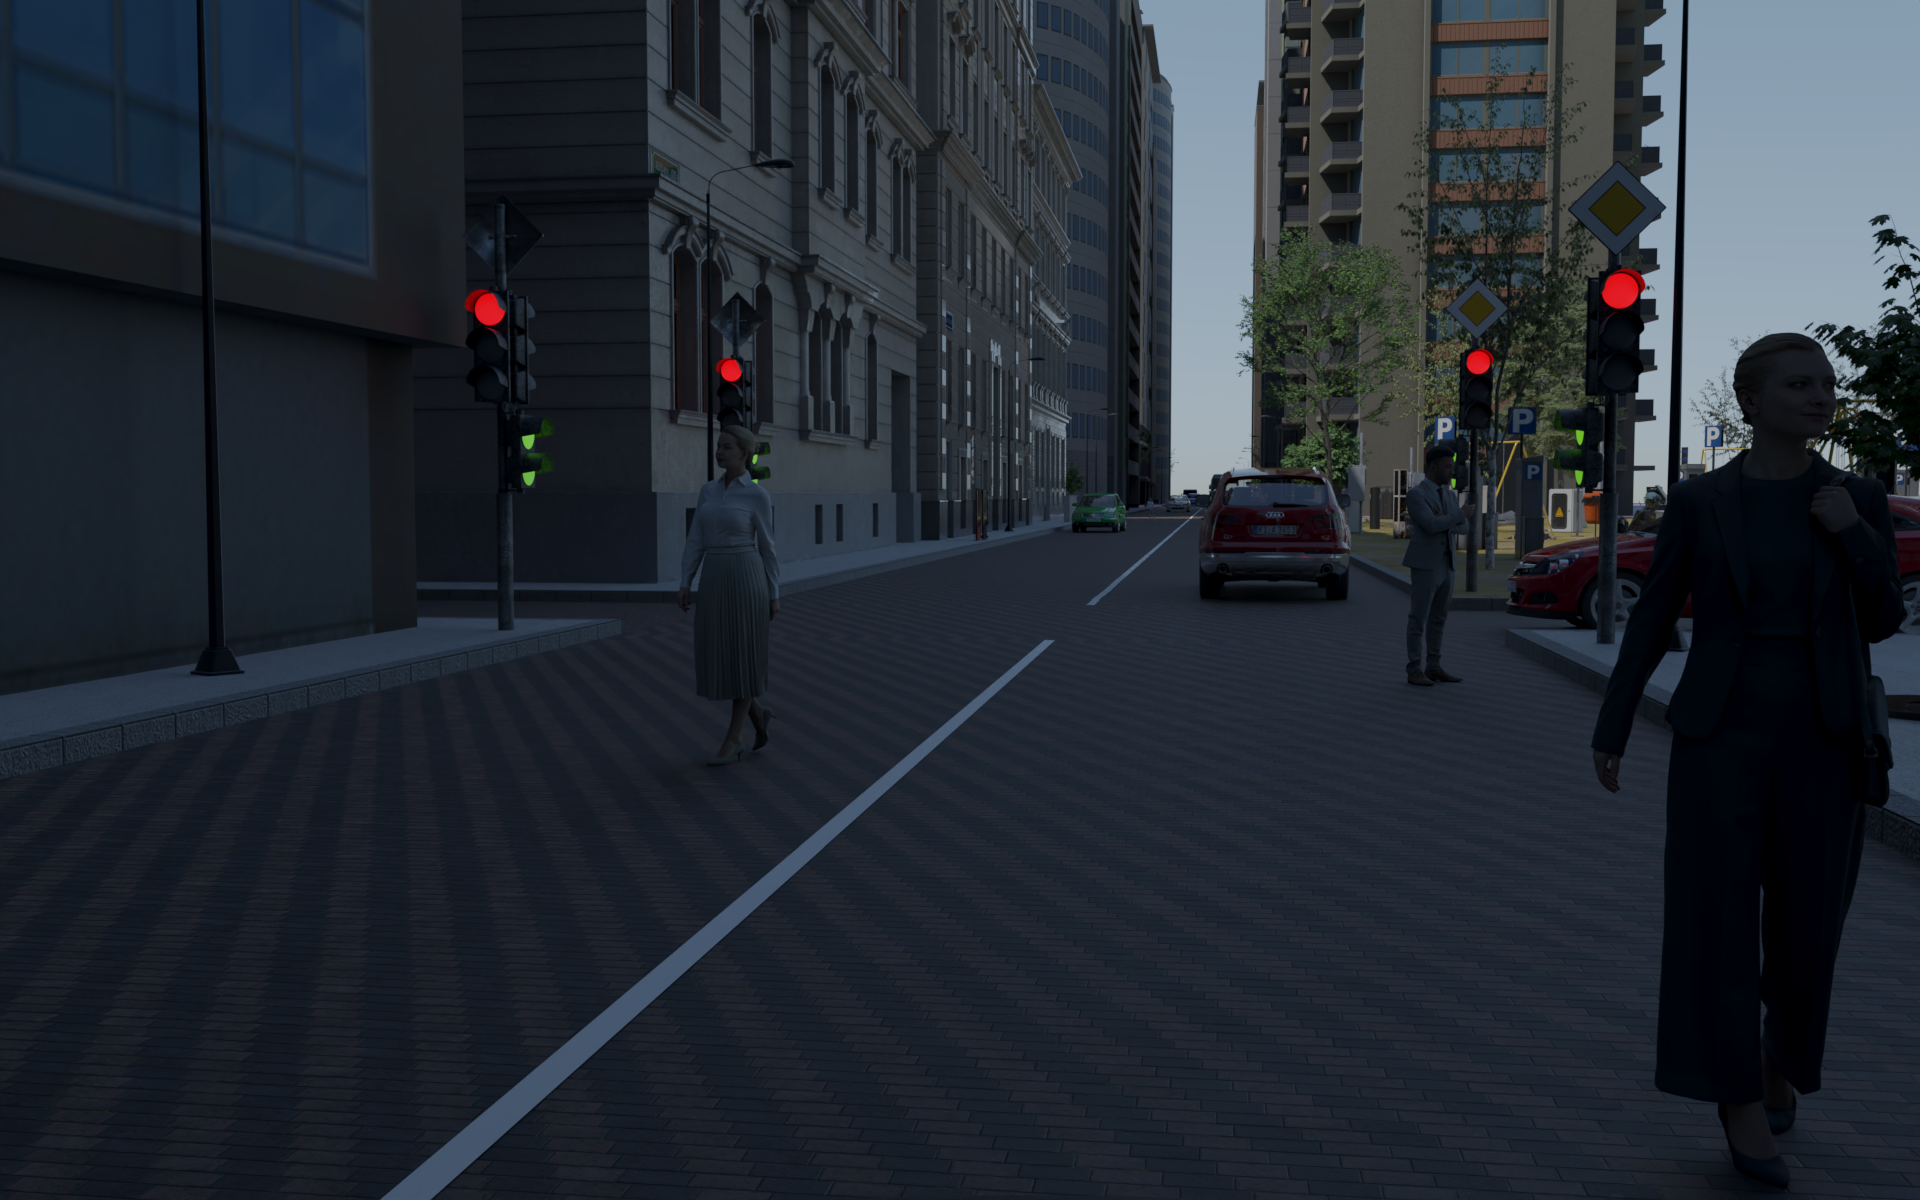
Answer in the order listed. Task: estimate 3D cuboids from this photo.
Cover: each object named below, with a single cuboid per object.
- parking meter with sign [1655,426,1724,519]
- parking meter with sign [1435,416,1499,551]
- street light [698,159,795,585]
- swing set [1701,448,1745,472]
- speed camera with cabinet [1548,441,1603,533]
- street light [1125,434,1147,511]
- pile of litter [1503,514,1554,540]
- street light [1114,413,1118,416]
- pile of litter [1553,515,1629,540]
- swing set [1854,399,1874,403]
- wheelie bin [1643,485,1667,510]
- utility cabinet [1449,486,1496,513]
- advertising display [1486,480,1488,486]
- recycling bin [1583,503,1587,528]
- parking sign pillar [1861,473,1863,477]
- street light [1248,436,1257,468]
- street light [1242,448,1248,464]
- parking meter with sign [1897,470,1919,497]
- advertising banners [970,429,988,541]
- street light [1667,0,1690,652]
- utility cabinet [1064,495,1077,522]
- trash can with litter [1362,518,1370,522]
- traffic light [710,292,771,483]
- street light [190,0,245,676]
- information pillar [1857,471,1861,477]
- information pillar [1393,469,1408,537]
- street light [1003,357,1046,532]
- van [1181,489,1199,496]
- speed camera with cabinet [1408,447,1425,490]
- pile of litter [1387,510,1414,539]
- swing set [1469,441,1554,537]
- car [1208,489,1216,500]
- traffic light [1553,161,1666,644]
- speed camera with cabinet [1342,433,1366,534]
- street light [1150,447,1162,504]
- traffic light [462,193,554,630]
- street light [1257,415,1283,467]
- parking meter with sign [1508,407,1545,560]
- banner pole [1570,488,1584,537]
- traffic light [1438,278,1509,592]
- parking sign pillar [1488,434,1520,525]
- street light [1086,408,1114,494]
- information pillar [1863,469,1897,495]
[{"bbox_3d":[18.499,-2.920,44.003,1.738,3.016,0.543,-1,4,-22],"label":"parking meter with sign"},{"bbox_3d":[11.603,-2.647,39.540,1.738,3.016,0.543,-3,4,-36],"label":"parking meter with sign"},{"bbox_3d":[-2.978,-3.161,24.220,1.470,5.913,1.316,1,4,8],"label":"street light"},{"bbox_3d":[26.992,-3.763,59.138,3.119,2.851,2.862,1,4,11],"label":"swing set"},{"bbox_3d":[20.428,-3.839,57.108,0.660,3.252,2.038,-2,4,-32],"label":"speed camera with cabinet"},{"bbox_3d":[13.582,-9.915,134.654,1.470,5.913,1.316,1,4,8],"label":"street light"},{"bbox_3d":[16.207,-2.155,49.204,1.176,0.858,1.719,-1,4,-10],"label":"pile of litter"},{"bbox_3d":[8.401,-7.795,99.995,1.470,5.913,1.316,1,4,8],"label":"street light"},{"bbox_3d":[13.170,-1.310,35.382,1.719,0.858,1.176,-3,5,-42],"label":"pile of litter"},{"bbox_3d":[16.057,-1.882,28.383,3.119,2.851,2.862,1,4,10],"label":"swing set"},{"bbox_3d":[29.373,-3.996,73.235,0.980,1.594,0.693,2,4,32],"label":"wheelie bin"},{"bbox_3d":[13.730,-2.307,46.398,1.173,1.500,0.318,2,4,28],"label":"utility cabinet"},{"bbox_3d":[23.836,-4.409,77.305,0.974,1.923,0.123,-2,4,-33],"label":"advertising display"},{"bbox_3d":[23.055,-3.211,65.059,0.722,1.027,0.722,-2,4,-28],"label":"recycling bin"},{"bbox_3d":[33.267,-4.549,62.847,1.447,3.967,1.447,-2,4,-33],"label":"parking sign pillar"},{"bbox_3d":[23.776,-10.084,137.411,1.470,5.913,1.316,1,4,8],"label":"street light"},{"bbox_3d":[30.780,-13.005,185.173,1.470,5.913,1.316,1,4,8],"label":"street light"},{"bbox_3d":[29.548,-3.537,54.096,1.738,3.016,0.543,2,4,25],"label":"parking meter with sign"},{"bbox_3d":[0.510,-3.144,47.594,0.090,3.025,2.074,1,4,14],"label":"advertising banners"},{"bbox_3d":[5.301,-2.545,14.148,1.470,5.913,1.316,1,4,8],"label":"street light"},{"bbox_3d":[5.068,-4.192,79.699,0.306,1.237,1.020,1,4,23],"label":"utility cabinet"},{"bbox_3d":[18.594,-4.198,79.701,1.678,1.210,2.233,2,4,30],"label":"trash can with litter"},{"bbox_3d":[-3.090,-2.153,24.127,0.839,4.253,0.868,1,4,8],"label":"traffic light"},{"bbox_3d":[-4.765,-2.419,12.098,1.470,5.913,1.316,1,4,8],"label":"street light"},{"bbox_3d":[46.228,-5.966,88.896,0.504,3.616,0.183,1,4,18],"label":"information pillar"},{"bbox_3d":[13.093,-2.874,51.478,0.304,2.012,0.304,-1,4,-18],"label":"information pillar"},{"bbox_3d":[2.203,-5.281,58.880,1.470,5.913,1.316,1,4,8],"label":"street light"},{"bbox_3d":[27.670,-12.467,208.222,2.240,2.365,5.245,0,4,7],"label":"van"},{"bbox_3d":[19.541,-4.801,72.830,0.660,3.252,2.038,-1,4,-21],"label":"speed camera with cabinet"},{"bbox_3d":[13.024,-2.175,49.527,1.176,0.858,1.719,-2,4,-26],"label":"pile of litter"},{"bbox_3d":[15.786,-3.347,52.351,2.862,2.851,3.119,-2,4,-25],"label":"swing set"},{"bbox_3d":[20.937,-7.911,138.020,2.281,1.827,5.304,0,4,7],"label":"car"},{"bbox_3d":[5.537,-1.582,14.788,0.839,4.253,0.868,1,4,8],"label":"traffic light"},{"bbox_3d":[12.839,-3.805,56.545,0.660,3.252,2.038,0,4,7],"label":"speed camera with cabinet"},{"bbox_3d":[18.792,-12.074,169.947,1.470,5.913,1.316,1,4,8],"label":"street light"},{"bbox_3d":[-4.268,-1.670,16.229,0.839,4.253,0.868,1,4,8],"label":"traffic light"},{"bbox_3d":[18.460,-7.934,102.258,1.470,5.913,1.316,1,4,8],"label":"street light"},{"bbox_3d":[11.142,-2.304,33.939,0.543,3.016,1.738,0,4,8],"label":"parking meter with sign"},{"bbox_3d":[18.568,-3.789,51.969,0.401,3.779,0.863,1,4,17],"label":"banner pole"},{"bbox_3d":[6.715,-2.065,22.686,0.839,4.253,0.868,1,4,8],"label":"traffic light"},{"bbox_3d":[22.696,-5.127,72.303,1.447,3.967,1.447,-2,4,-24],"label":"parking sign pillar"},{"bbox_3d":[7.406,-7.400,93.536,1.470,5.913,1.316,1,4,8],"label":"street light"},{"bbox_3d":[11.789,-1.085,22.227,0.304,2.012,0.304,0,4,4],"label":"information pillar"}]
